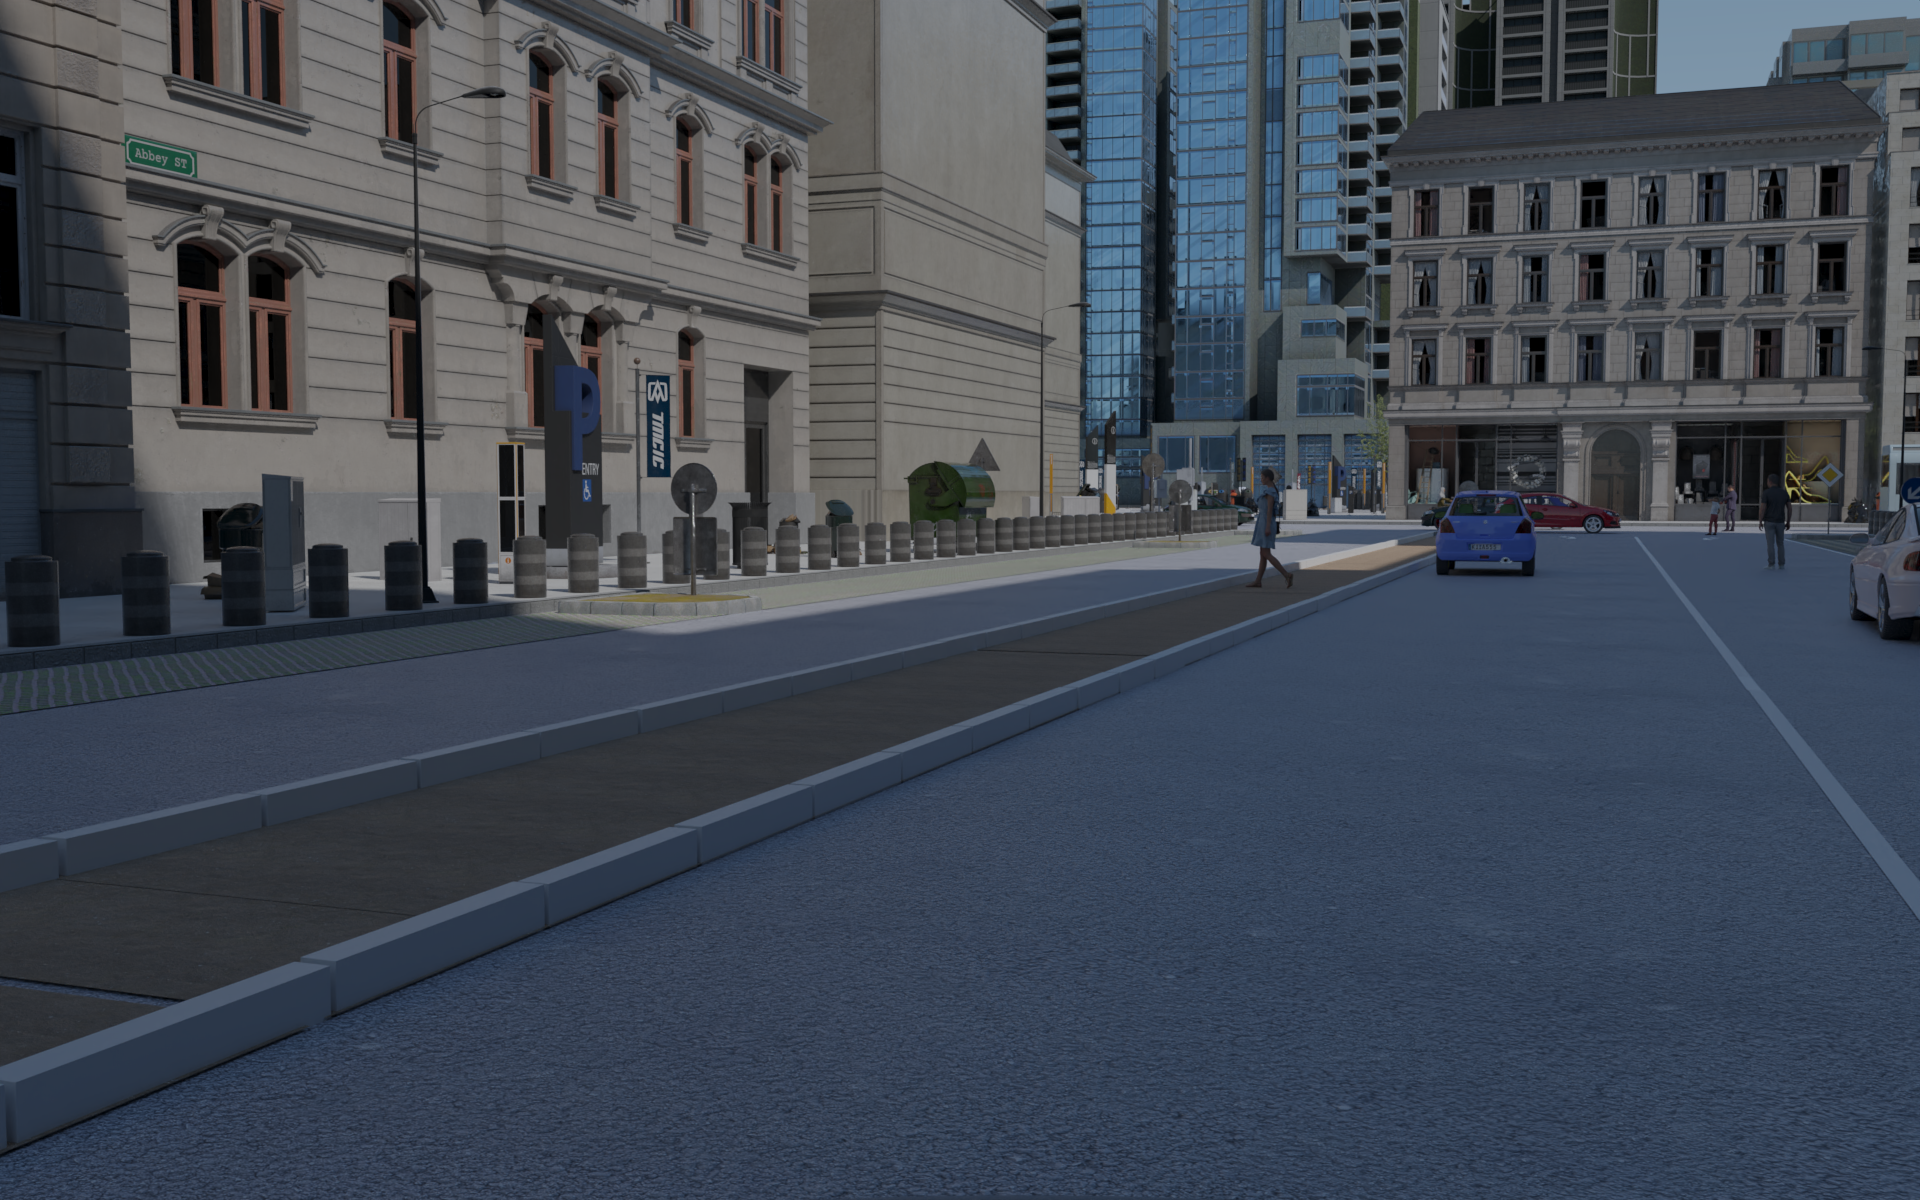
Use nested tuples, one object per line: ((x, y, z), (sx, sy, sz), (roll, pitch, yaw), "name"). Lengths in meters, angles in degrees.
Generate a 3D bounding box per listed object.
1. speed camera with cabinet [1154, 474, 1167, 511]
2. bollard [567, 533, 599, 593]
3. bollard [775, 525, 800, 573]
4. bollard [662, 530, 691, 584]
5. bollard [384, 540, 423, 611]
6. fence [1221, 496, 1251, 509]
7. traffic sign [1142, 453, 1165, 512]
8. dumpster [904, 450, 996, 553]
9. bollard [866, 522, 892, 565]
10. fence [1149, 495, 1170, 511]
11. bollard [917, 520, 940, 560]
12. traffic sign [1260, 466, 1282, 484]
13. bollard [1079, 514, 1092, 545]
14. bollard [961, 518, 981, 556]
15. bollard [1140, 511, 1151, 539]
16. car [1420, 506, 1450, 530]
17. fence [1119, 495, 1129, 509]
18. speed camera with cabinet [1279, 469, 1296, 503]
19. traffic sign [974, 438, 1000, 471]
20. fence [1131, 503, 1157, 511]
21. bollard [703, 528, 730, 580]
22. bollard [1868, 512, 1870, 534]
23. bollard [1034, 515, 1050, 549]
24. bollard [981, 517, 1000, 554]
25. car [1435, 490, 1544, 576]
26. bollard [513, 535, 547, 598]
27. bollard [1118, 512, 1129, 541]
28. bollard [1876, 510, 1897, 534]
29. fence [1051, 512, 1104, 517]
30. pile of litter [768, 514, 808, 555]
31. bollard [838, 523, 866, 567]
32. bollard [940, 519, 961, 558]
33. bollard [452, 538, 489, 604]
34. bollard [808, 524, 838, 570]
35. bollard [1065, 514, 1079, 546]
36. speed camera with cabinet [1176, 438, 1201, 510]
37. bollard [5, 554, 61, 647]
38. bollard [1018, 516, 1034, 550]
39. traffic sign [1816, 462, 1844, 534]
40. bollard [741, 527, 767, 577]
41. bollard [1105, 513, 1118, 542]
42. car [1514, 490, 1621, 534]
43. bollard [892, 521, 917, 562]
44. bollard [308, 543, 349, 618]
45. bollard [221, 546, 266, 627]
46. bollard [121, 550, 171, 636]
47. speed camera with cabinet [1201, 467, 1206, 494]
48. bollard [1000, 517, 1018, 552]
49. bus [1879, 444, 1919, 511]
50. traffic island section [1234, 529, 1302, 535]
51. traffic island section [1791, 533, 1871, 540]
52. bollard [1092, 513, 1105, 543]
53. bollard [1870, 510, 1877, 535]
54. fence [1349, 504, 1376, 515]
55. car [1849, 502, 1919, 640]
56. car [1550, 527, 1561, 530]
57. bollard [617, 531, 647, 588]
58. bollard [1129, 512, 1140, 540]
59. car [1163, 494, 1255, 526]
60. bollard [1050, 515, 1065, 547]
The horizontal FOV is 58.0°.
((12.975, -6.845, 106.249), (2.038, 3.252, 0.660), (-1, 4, -10), "speed camera with cabinet")
((-4.912, -0.481, 22.579), (0.404, 0.777, 0.398), (0, 3, 0), "bollard")
((-2.810, -0.827, 28.244), (0.404, 0.777, 0.398), (0, 3, 0), "bollard")
((-4.070, -0.619, 24.842), (0.404, 0.777, 0.398), (0, 3, 0), "bollard")
((-6.167, -0.273, 19.186), (0.404, 0.777, 0.398), (0, 3, 0), "bollard")
((15.787, -5.419, 99.799), (2.264, 1.192, 0.480), (2, 4, 34), "fence")
((5.988, -3.285, 53.810), (0.768, 2.556, 0.104), (2, 4, 29), "traffic sign")
((-0.237, -2.174, 38.036), (1.502, 2.255, 1.985), (1, 4, 20), "dumpster")
((-1.545, -1.036, 31.651), (0.404, 0.777, 0.398), (0, 3, 0), "bollard")
((15.422, -7.337, 131.160), (2.264, 1.192, 0.480), (2, 4, 25), "fence")
((-0.709, -1.174, 33.916), (0.404, 0.777, 0.398), (0, 3, 0), "bollard")
((10.984, -3.520, 61.199), (0.795, 2.450, 0.064), (1, 4, 20), "traffic sign")
((3.059, -1.796, 44.076), (0.404, 0.777, 0.398), (0, 3, 0), "bollard")
((0.133, -1.313, 36.178), (0.404, 0.777, 0.398), (0, 3, 0), "bollard")
((5.156, -2.141, 49.726), (0.404, 0.777, 0.398), (0, 3, 0), "bollard")
((20.395, -3.591, 68.492), (4.222, 1.686, 2.009), (1, 4, 20), "car")
((13.544, -8.479, 149.832), (2.264, 1.192, 0.480), (2, 4, 32), "fence")
((25.933, -8.833, 138.747), (0.660, 3.252, 2.038), (-3, 5, -44), "speed camera with cabinet")
((0.508, -2.456, 40.155), (0.884, 2.594, 0.081), (1, 4, 21), "traffic sign")
((12.115, -6.043, 114.177), (2.069, 0.683, 0.278), (3, 4, 36), "fence")
((-3.655, -0.689, 25.977), (0.404, 0.777, 0.398), (0, 3, 0), "bollard")
((29.347, -2.496, 55.527), (0.404, 0.777, 0.398), (0, 3, 0), "bollard")
((1.804, -1.589, 40.696), (0.404, 0.777, 0.398), (0, 3, 0), "bollard")
((0.552, -1.382, 37.308), (0.404, 0.777, 0.398), (0, 3, 0), "bollard")
((9.661, -1.352, 31.692), (1.945, 1.707, 3.694), (1, 4, 18), "car")
((-5.327, -0.412, 21.451), (0.404, 0.777, 0.398), (0, 3, 0), "bollard")
((4.323, -2.003, 47.471), (0.404, 0.777, 0.398), (0, 3, 0), "bollard")
((28.505, -2.358, 53.272), (0.404, 0.777, 0.398), (0, 3, 0), "bollard")
((3.931, -2.544, 56.973), (2.069, 0.683, 0.278), (2, 4, 24), "fence")
((-3.894, -1.428, 37.316), (1.176, 0.858, 1.719), (-1, 4, -15), "pile of litter")
((-1.969, -0.966, 30.512), (0.404, 0.777, 0.398), (0, 3, 0), "bollard")
((-0.282, -1.244, 35.049), (0.404, 0.777, 0.398), (0, 3, 0), "bollard")
((-5.745, -0.343, 20.324), (0.404, 0.777, 0.398), (0, 3, 0), "bollard")
((-2.385, -0.897, 29.384), (0.404, 0.777, 0.398), (0, 3, 0), "bollard")
((2.647, -1.727, 42.947), (0.404, 0.777, 0.398), (0, 3, 0), "bollard")
((8.125, -4.144, 62.093), (0.660, 3.252, 2.038), (1, 4, 13), "speed camera with cabinet")
((-7.849, 0.003, 14.662), (0.404, 0.777, 0.398), (0, 3, 0), "bollard")
((1.390, -1.520, 39.568), (0.404, 0.777, 0.398), (0, 3, 0), "bollard")
((27.618, -3.143, 55.033), (0.795, 2.450, 0.064), (1, 4, 20), "traffic sign")
((-3.228, -0.758, 27.117), (0.404, 0.777, 0.398), (0, 3, 0), "bollard")
((3.902, -1.934, 46.339), (0.404, 0.777, 0.398), (0, 3, 0), "bollard")
((21.971, -3.350, 63.815), (4.494, 1.783, 2.155), (1, 4, 20), "car")
((-1.128, -1.105, 32.779), (0.404, 0.777, 0.398), (0, 3, 0), "bollard")
((-6.585, -0.204, 18.059), (0.404, 0.777, 0.398), (0, 3, 0), "bollard")
((-7.004, -0.136, 16.933), (0.404, 0.777, 0.398), (0, 3, 0), "bollard")
((-7.424, -0.066, 15.797), (0.404, 0.777, 0.398), (0, 3, 0), "bollard")
((17.256, -8.207, 128.518), (2.038, 3.252, 0.660), (3, 5, 44), "speed camera with cabinet")
((0.971, -1.451, 38.436), (0.404, 0.777, 0.398), (0, 3, 0), "bollard")
((41.039, -4.164, 62.946), (13.247, 3.499, 2.948), (1, 4, 21), "bus")
((10.959, -2.385, 61.269), (2.009, 0.180, 2.903), (1, 4, 20), "traffic island section")
((27.642, -2.007, 55.101), (2.009, 0.180, 2.903), (1, 4, 20), "traffic island section")
((3.481, -1.865, 45.213), (0.404, 0.777, 0.398), (0, 3, 0), "bollard")
((28.927, -2.427, 54.401), (0.404, 0.777, 0.398), (0, 3, 0), "bollard")
((24.461, -5.495, 105.224), (0.278, 0.683, 2.069), (-3, 5, -40), "fence")
((10.453, -0.344, 17.994), (2.083, 1.381, 4.827), (1, 4, 22), "car")
((22.998, -3.552, 70.659), (3.894, 1.354, 1.945), (1, 4, 21), "car")
((-4.490, -0.550, 23.712), (0.404, 0.777, 0.398), (0, 3, 0), "bollard")
((4.736, -2.072, 48.600), (0.404, 0.777, 0.398), (0, 3, 0), "bollard")
((11.244, -4.208, 78.580), (4.222, 1.686, 2.009), (1, 4, 22), "car")
((2.223, -1.658, 41.822), (0.404, 0.777, 0.398), (0, 3, 0), "bollard")
